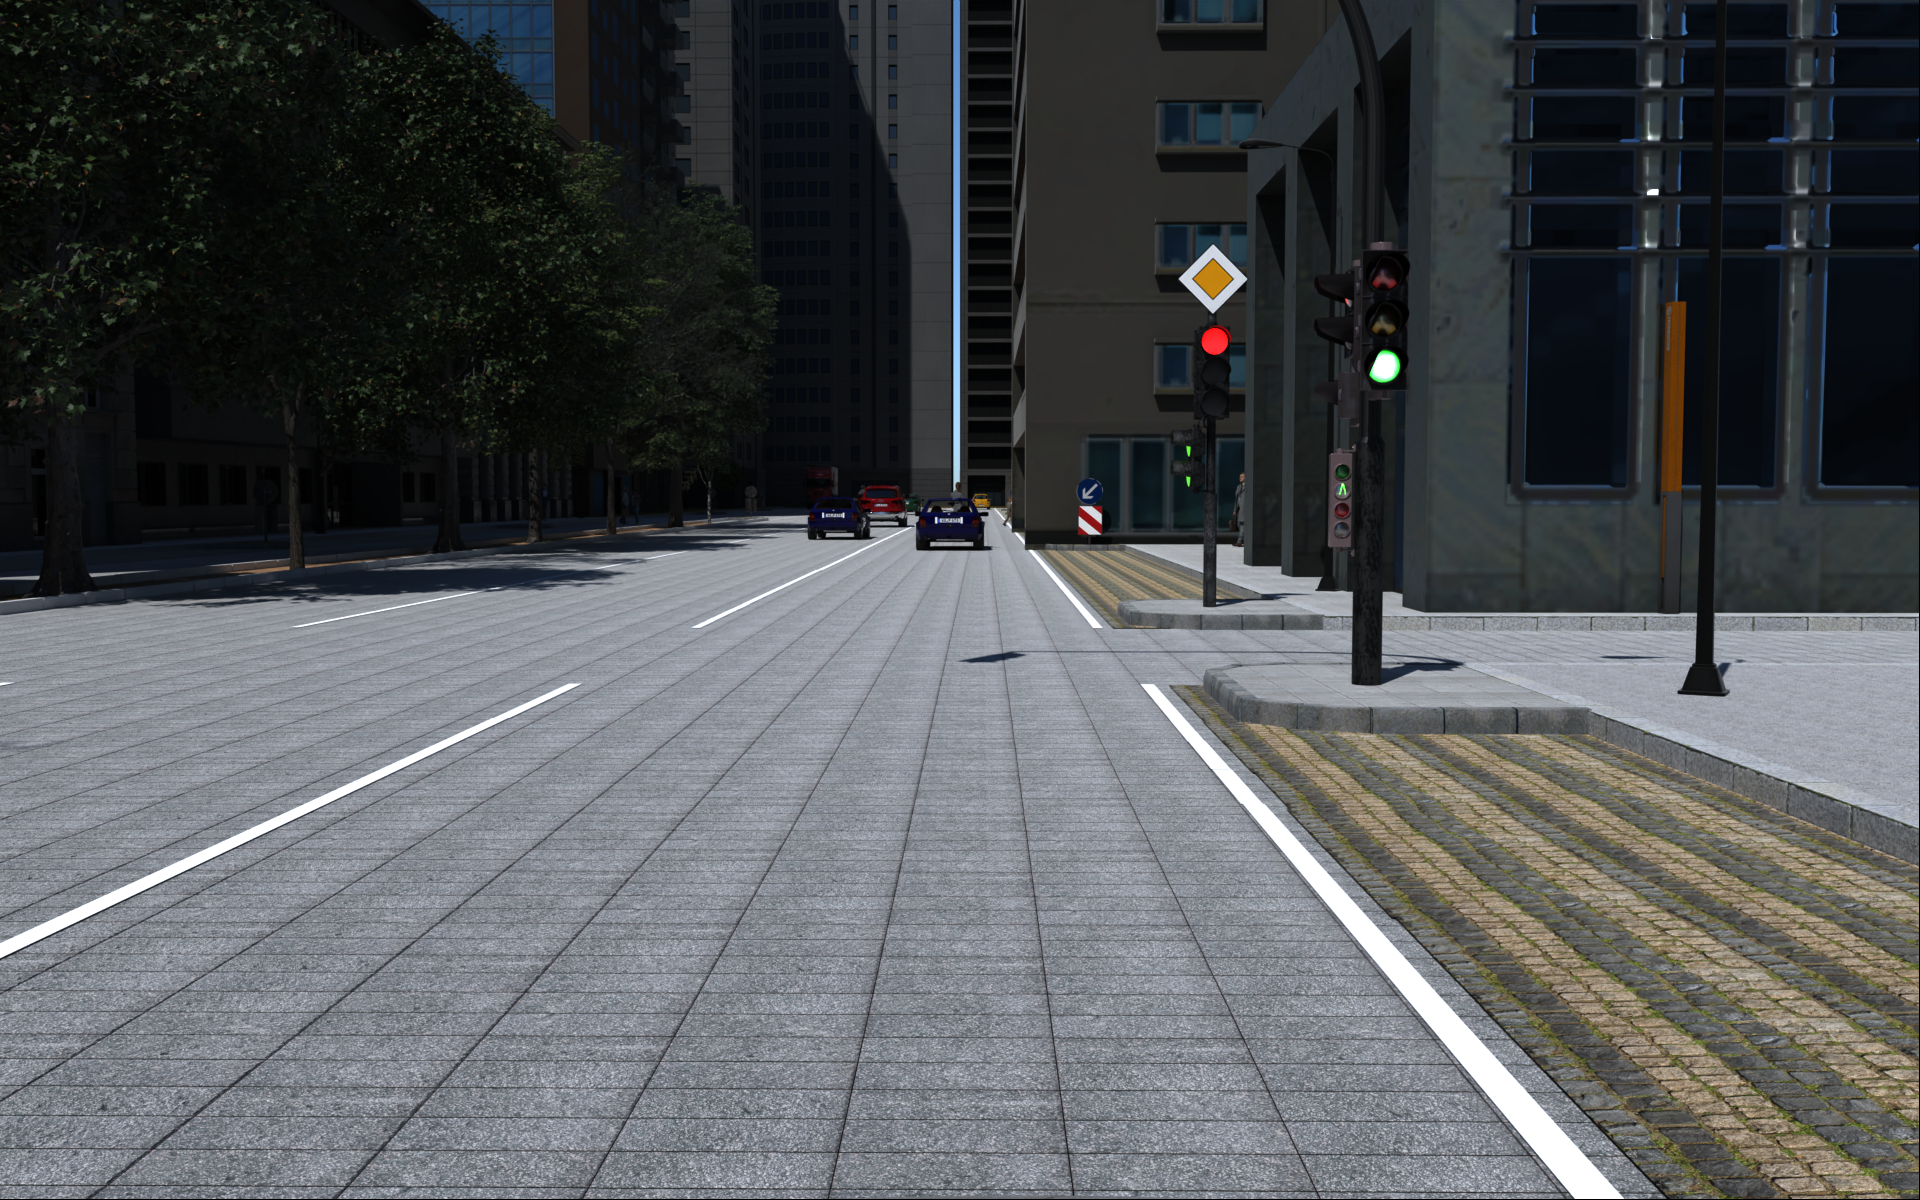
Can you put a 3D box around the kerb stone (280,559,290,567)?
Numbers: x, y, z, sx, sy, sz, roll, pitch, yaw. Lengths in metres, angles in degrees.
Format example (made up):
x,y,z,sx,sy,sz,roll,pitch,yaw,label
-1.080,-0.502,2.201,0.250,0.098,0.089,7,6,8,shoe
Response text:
x,y,z,sx,sy,sz,roll,pitch,yaw,label
-13.334,-0.732,34.240,0.120,0.150,1.000,0,4,1,kerb stone

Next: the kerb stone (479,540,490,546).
x,y,z,sx,sy,sz,roll,pitch,yaw,label
-13.171,-1.552,47.563,0.120,0.150,1.000,0,4,1,kerb stone

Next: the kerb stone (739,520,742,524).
x,y,z,sx,sy,sz,roll,pitch,yaw,label
-10.625,-3.685,82.439,0.120,0.150,1.000,0,4,1,kerb stone

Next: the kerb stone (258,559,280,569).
x,y,z,sx,sy,sz,roll,pitch,yaw,label
-13.353,-0.674,33.218,0.120,0.150,1.000,0,4,1,kerb stone

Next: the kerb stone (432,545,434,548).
x,y,z,sx,sy,sz,roll,pitch,yaw,label
-13.211,-1.294,43.469,0.120,0.150,1.000,0,4,1,kerb stone

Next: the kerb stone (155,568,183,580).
x,y,z,sx,sy,sz,roll,pitch,yaw,label
-13.400,-0.422,29.129,0.120,0.150,1.000,0,4,1,kerb stone

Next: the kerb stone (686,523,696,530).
x,y,z,sx,sy,sz,roll,pitch,yaw,label
-10.797,-2.870,69.112,0.120,0.150,1.000,0,4,1,kerb stone

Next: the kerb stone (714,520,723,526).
x,y,z,sx,sy,sz,roll,pitch,yaw,label
-10.700,-3.309,76.293,0.120,0.150,1.000,0,4,1,kerb stone

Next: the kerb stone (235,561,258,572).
x,y,z,sx,sy,sz,roll,pitch,yaw,label
-13.365,-0.612,32.196,0.120,0.150,1.000,0,4,1,kerb stone

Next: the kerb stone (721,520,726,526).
x,y,z,sx,sy,sz,roll,pitch,yaw,label
-10.690,-3.372,77.320,0.120,0.150,1.000,0,4,1,kerb stone

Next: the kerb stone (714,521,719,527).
x,y,z,sx,sy,sz,roll,pitch,yaw,label
-10.715,-3.246,75.271,0.120,0.150,1.000,0,4,1,kerb stone

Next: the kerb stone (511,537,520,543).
x,y,z,sx,sy,sz,roll,pitch,yaw,label
-13.125,-1.739,50.633,0.120,0.150,1.000,0,4,1,kerb stone

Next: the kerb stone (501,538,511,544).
x,y,z,sx,sy,sz,roll,pitch,yaw,label
-13.139,-1.675,49.611,0.120,0.150,1.000,0,4,1,kerb stone

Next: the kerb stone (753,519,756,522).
x,y,z,sx,sy,sz,roll,pitch,yaw,label
-10.562,-3.998,87.570,0.120,0.150,1.000,0,4,1,kerb stone

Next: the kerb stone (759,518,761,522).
x,y,z,sx,sy,sz,roll,pitch,yaw,label
-10.534,-4.121,89.617,0.120,0.150,1.000,0,4,1,kerb stone

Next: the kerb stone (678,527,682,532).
x,y,z,sx,sy,sz,roll,pitch,yaw,label
-10.834,-2.681,66.026,0.120,0.150,1.000,0,4,1,kerb stone

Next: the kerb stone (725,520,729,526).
x,y,z,sx,sy,sz,roll,pitch,yaw,label
-10.679,-3.434,78.342,0.120,0.150,1.000,0,4,1,kerb stone

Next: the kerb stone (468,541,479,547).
x,y,z,sx,sy,sz,roll,pitch,yaw,label
-13.189,-1.489,46.541,0.120,0.150,1.000,0,4,1,kerb stone

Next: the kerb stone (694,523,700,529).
x,y,z,sx,sy,sz,roll,pitch,yaw,label
-10.778,-2.933,70.143,0.120,0.150,1.000,0,4,1,kerb stone

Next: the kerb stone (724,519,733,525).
x,y,z,sx,sy,sz,roll,pitch,yaw,label
-10.661,-3.497,79.364,0.120,0.150,1.000,0,4,1,kerb stone

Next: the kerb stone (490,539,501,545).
x,y,z,sx,sy,sz,roll,pitch,yaw,label
-13.156,-1.614,48.588,0.120,0.150,1.000,0,4,1,kerb stone

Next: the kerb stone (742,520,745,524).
x,y,z,sx,sy,sz,roll,pitch,yaw,label
-10.606,-3.747,83.461,0.120,0.150,1.000,0,4,1,kerb stone

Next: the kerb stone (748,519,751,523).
x,y,z,sx,sy,sz,roll,pitch,yaw,label
-10.580,-3.865,85.520,0.120,0.150,1.000,0,4,1,kerb stone

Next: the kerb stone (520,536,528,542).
x,y,z,sx,sy,sz,roll,pitch,yaw,label
-13.114,-1.800,51.663,0.120,0.150,1.000,0,4,1,kerb stone

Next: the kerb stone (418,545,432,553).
x,y,z,sx,sy,sz,roll,pitch,yaw,label
-13.224,-1.239,42.447,0.120,0.150,1.000,0,4,1,kerb stone

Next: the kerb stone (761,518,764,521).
x,y,z,sx,sy,sz,roll,pitch,yaw,label
-10.517,-4.184,90.639,0.120,0.150,1.000,0,4,1,kerb stone

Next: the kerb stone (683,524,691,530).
x,y,z,sx,sy,sz,roll,pitch,yaw,label
-10.805,-2.804,68.081,0.120,0.150,1.000,0,4,1,kerb stone

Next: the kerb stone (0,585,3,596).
x,y,z,sx,sy,sz,roll,pitch,yaw,label
-13.473,-0.109,24.013,0.120,0.150,1.000,0,4,1,kerb stone

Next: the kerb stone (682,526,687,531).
x,y,z,sx,sy,sz,roll,pitch,yaw,label
-10.814,-2.737,67.049,0.120,0.150,1.000,0,4,1,kerb stone

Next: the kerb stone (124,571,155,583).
x,y,z,sx,sy,sz,roll,pitch,yaw,label
-13.413,-0.362,28.106,0.120,0.150,1.000,0,4,1,kerb stone

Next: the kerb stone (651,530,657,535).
x,y,z,sx,sy,sz,roll,pitch,yaw,label
-10.904,-2.366,60.881,0.120,0.150,1.000,0,4,1,kerb stone

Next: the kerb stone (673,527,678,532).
x,y,z,sx,sy,sz,roll,pitch,yaw,label
-10.844,-2.615,64.995,0.120,0.150,1.000,0,4,1,kerb stone

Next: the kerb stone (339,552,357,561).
x,y,z,sx,sy,sz,roll,pitch,yaw,label
-13.293,-0.922,37.334,0.120,0.150,1.000,0,4,1,kerb stone

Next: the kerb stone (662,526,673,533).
x,y,z,sx,sy,sz,roll,pitch,yaw,label
-10.860,-2.548,63.958,0.120,0.150,1.000,0,4,1,kerb stone

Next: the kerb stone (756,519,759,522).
x,y,z,sx,sy,sz,roll,pitch,yaw,label
-10.546,-4.061,88.594,0.120,0.150,1.000,0,4,1,kerb stone

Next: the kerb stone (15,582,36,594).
x,y,z,sx,sy,sz,roll,pitch,yaw,label
-13.452,-0.174,25.035,0.120,0.150,1.000,0,4,1,kerb stone

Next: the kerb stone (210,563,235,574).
x,y,z,sx,sy,sz,roll,pitch,yaw,label
-13.381,-0.549,31.173,0.120,0.150,1.000,0,4,1,kerb stone

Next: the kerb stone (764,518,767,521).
x,y,z,sx,sy,sz,roll,pitch,yaw,label
-10.494,-4.249,91.661,0.120,0.150,1.000,0,4,1,kerb stone

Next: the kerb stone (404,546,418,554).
x,y,z,sx,sy,sz,roll,pitch,yaw,label
-13.240,-1.176,41.425,0.120,0.150,1.000,0,4,1,kerb stone

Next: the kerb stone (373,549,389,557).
x,y,z,sx,sy,sz,roll,pitch,yaw,label
-13.274,-1.049,39.380,0.120,0.150,1.000,0,4,1,kerb stone

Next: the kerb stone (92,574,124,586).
x,y,z,sx,sy,sz,roll,pitch,yaw,label
-13.425,-0.293,27.080,0.120,0.150,1.000,0,4,1,kerb stone

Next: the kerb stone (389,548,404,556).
x,y,z,sx,sy,sz,roll,pitch,yaw,label
-13.262,-1.108,40.402,0.120,0.150,1.000,0,4,1,kerb stone

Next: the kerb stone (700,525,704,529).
x,y,z,sx,sy,sz,roll,pitch,yaw,label
-10.768,-2.995,71.165,0.120,0.150,1.000,0,4,1,kerb stone

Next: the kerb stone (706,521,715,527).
x,y,z,sx,sy,sz,roll,pitch,yaw,label
-10.729,-3.184,74.246,0.120,0.150,1.000,0,4,1,kerb stone

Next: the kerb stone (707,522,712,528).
x,y,z,sx,sy,sz,roll,pitch,yaw,label
-10.744,-3.117,73.224,0.120,0.150,1.000,0,4,1,kerb stone

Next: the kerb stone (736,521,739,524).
x,y,z,sx,sy,sz,roll,pitch,yaw,label
-10.643,-3.622,81.417,0.120,0.150,1.000,0,4,1,kerb stone

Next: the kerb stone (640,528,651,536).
x,y,z,sx,sy,sz,roll,pitch,yaw,label
-10.912,-2.304,59.859,0.120,0.150,1.000,0,4,1,kerb stone

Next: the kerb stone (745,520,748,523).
x,y,z,sx,sy,sz,roll,pitch,yaw,label
-10.596,-3.810,84.495,0.120,0.150,1.000,0,4,1,kerb stone

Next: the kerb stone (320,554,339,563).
x,y,z,sx,sy,sz,roll,pitch,yaw,label
-13.312,-0.860,36.300,0.120,0.150,1.000,0,4,1,kerb stone

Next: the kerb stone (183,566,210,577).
x,y,z,sx,sy,sz,roll,pitch,yaw,label
-13.393,-0.487,30.151,0.120,0.150,1.000,0,4,1,kerb stone

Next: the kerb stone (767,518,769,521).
x,y,z,sx,sy,sz,roll,pitch,yaw,label
-10.491,-4.307,92.684,0.120,0.150,1.000,0,4,1,kerb stone

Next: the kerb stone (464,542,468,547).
x,y,z,sx,sy,sz,roll,pitch,yaw,label
-13.193,-1.426,45.515,0.120,0.150,1.000,0,4,1,kerb stone

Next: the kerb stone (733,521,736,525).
x,y,z,sx,sy,sz,roll,pitch,yaw,label
-10.655,-3.560,80.394,0.120,0.150,1.000,0,4,1,kerb stone

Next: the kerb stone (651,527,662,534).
x,y,z,sx,sy,sz,roll,pitch,yaw,label
-10.888,-2.426,61.910,0.120,0.150,1.000,0,4,1,kerb stone

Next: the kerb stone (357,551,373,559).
x,y,z,sx,sy,sz,roll,pitch,yaw,label
-13.284,-0.987,38.358,0.120,0.150,1.000,0,4,1,kerb stone

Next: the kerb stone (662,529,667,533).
x,y,z,sx,sy,sz,roll,pitch,yaw,label
-10.874,-2.485,62.936,0.120,0.150,1.000,0,4,1,kerb stone

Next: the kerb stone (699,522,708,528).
x,y,z,sx,sy,sz,roll,pitch,yaw,label
-10.746,-3.053,72.190,0.120,0.150,1.000,0,4,1,kerb stone

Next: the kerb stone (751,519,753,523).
x,y,z,sx,sy,sz,roll,pitch,yaw,label
-10.571,-3.929,86.543,0.120,0.150,1.000,0,4,1,kerb stone

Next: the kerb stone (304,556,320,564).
x,y,z,sx,sy,sz,roll,pitch,yaw,label
-13.328,-0.800,35.268,0.120,0.150,1.000,0,4,1,kerb stone
